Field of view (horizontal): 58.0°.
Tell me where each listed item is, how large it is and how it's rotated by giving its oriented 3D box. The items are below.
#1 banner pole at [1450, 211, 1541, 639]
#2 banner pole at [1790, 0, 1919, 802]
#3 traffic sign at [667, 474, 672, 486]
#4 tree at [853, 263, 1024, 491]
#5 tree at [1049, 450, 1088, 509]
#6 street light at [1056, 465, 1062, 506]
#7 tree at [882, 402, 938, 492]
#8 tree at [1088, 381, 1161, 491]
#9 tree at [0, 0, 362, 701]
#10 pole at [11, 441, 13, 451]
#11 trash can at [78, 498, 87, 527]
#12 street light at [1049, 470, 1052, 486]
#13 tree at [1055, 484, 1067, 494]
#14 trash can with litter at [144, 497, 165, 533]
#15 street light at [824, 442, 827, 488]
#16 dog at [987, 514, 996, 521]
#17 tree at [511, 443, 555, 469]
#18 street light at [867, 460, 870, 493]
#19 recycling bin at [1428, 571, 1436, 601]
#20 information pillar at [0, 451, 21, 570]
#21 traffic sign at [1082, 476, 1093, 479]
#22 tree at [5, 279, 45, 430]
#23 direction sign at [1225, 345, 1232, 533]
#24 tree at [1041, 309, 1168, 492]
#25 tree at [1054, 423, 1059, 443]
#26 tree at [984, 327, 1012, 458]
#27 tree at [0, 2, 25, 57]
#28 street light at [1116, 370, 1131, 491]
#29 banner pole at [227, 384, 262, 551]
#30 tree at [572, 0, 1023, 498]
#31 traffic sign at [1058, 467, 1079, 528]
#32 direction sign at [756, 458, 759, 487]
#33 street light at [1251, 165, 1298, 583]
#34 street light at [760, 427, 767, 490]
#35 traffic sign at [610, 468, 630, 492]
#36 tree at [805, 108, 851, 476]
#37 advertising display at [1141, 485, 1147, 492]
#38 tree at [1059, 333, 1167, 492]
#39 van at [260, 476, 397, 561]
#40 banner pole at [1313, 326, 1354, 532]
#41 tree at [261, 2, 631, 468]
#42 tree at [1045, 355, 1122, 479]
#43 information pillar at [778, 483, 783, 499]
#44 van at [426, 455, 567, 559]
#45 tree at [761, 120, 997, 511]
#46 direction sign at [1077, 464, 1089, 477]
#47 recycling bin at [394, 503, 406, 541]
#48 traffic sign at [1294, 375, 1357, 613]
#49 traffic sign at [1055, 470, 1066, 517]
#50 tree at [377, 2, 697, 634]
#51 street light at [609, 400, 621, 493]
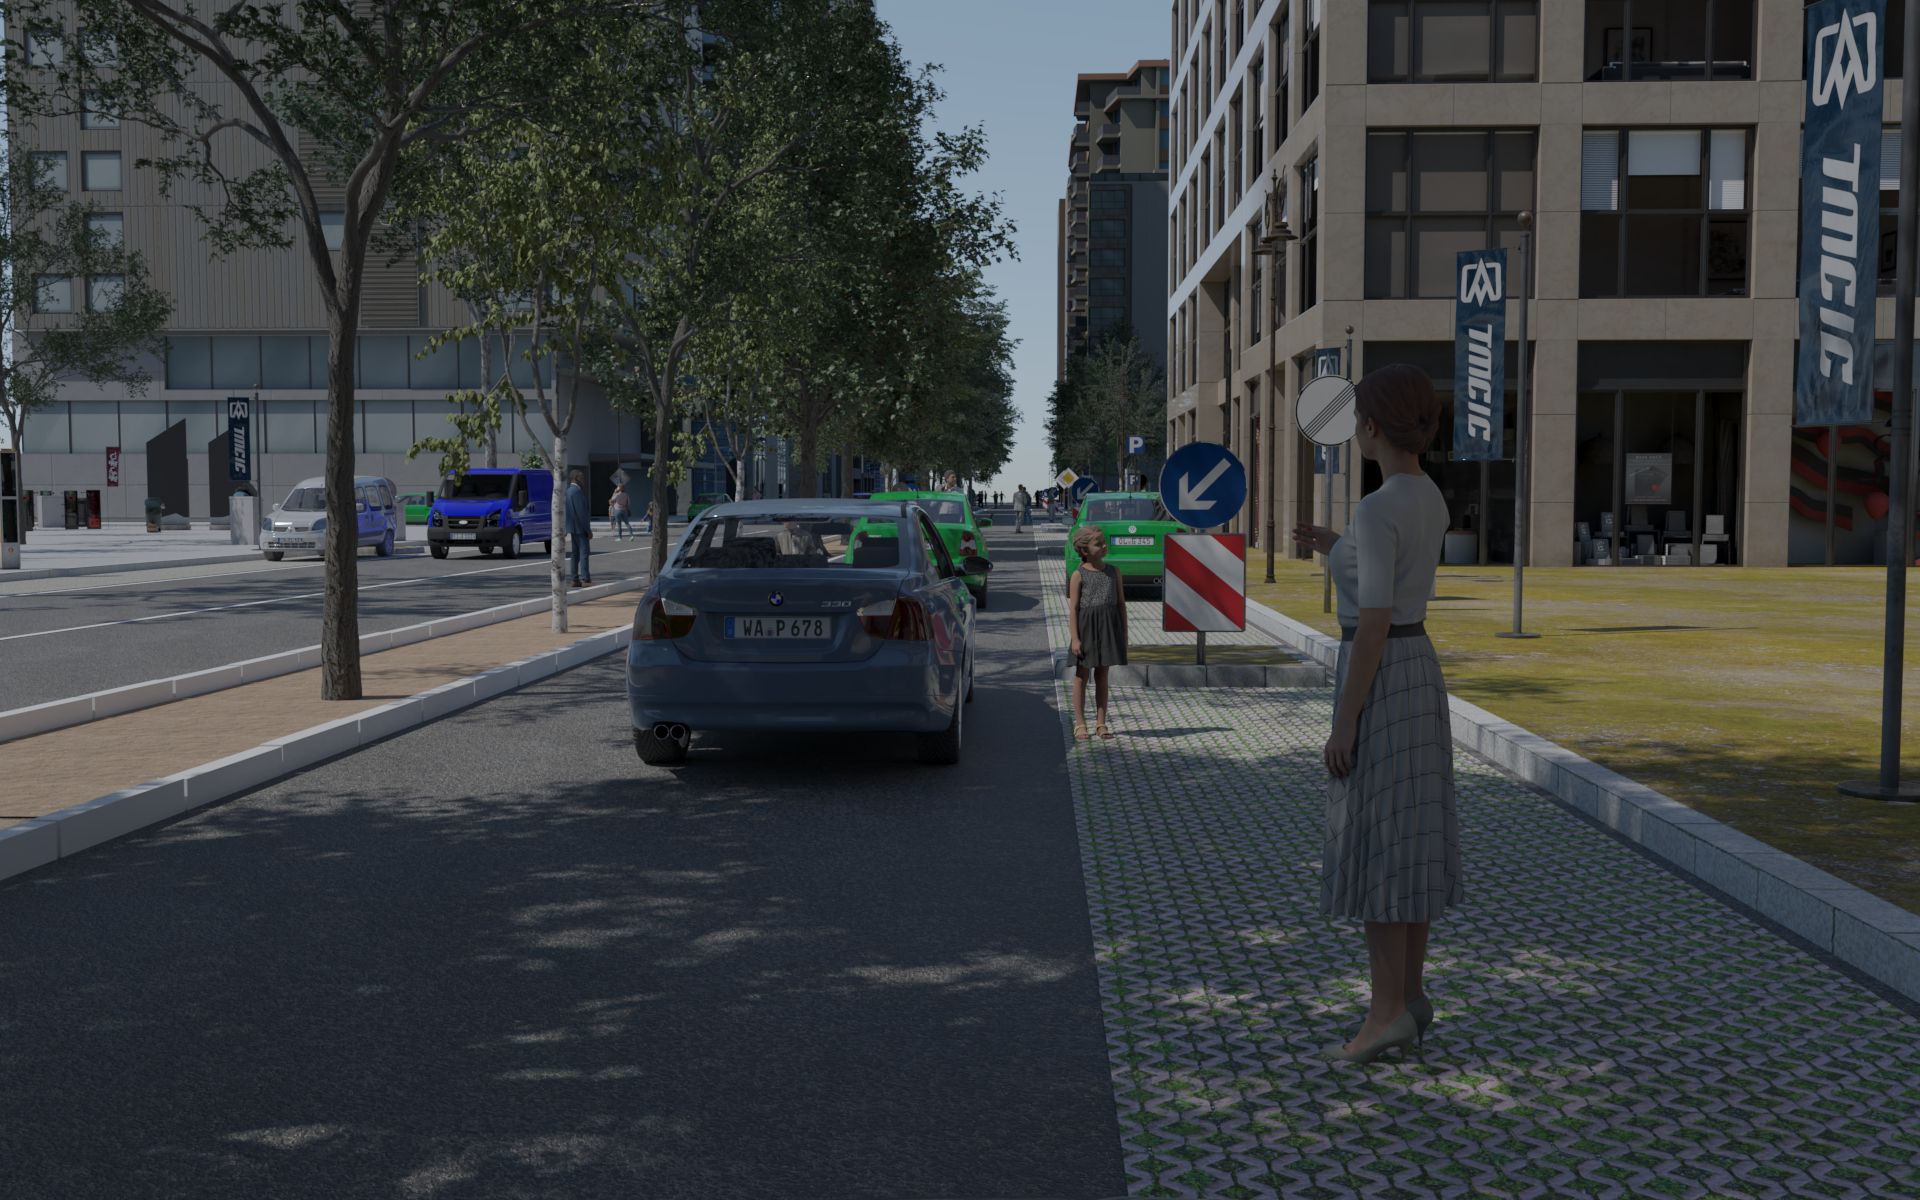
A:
[{"bbox_3d":[4.820,-1.563,15.573,0.863,3.779,0.401,3,4,38],"label":"banner pole"},{"bbox_3d":[3.915,-1.070,7.511,0.401,3.779,0.863,-1,4,-14],"label":"banner pole"},{"bbox_3d":[-12.666,-4.310,74.114,0.795,2.450,0.064,0,4,2],"label":"traffic sign"},{"bbox_3d":[-1.543,-10.447,79.920,9.857,13.997,8.962,0,3,0],"label":"tree"},{"bbox_3d":[9.859,-12.180,149.509,4.737,8.622,4.395,0,3,0],"label":"tree"},{"bbox_3d":[12.558,-15.351,223.770,0.468,5.910,1.993,0,4,2],"label":"street light"},{"bbox_3d":[-2.304,-6.286,55.597,4.360,8.622,3.978,0,3,0],"label":"tree"},{"bbox_3d":[10.706,-9.737,109.564,4.737,8.622,4.395,0,3,0],"label":"tree"},{"bbox_3d":[-4.341,-4.558,11.386,8.767,10.594,7.601,0,4,2],"label":"tree"},{"bbox_3d":[-32.806,-4.058,60.191,0.158,3.312,0.155,0,3,0],"label":"pole"},{"bbox_3d":[-34.306,-3.426,67.667,0.748,1.137,0.748,0,3,0],"label":"trash can"},{"bbox_3d":[15.862,-20.479,307.611,0.468,5.910,1.993,0,4,2],"label":"street light"},{"bbox_3d":[11.642,-12.626,201.041,1.663,3.219,1.824,0,3,0],"label":"tree"},{"bbox_3d":[-26.806,-2.831,57.674,0.624,1.170,1.055,-2,4,-25],"label":"trash can with litter"},{"bbox_3d":[-11.665,-10.894,150.907,0.468,5.910,1.993,0,4,2],"label":"street light"},{"bbox_3d":[1.695,-4.428,92.587,0.550,0.427,0.748,1,4,8],"label":"dog"},{"bbox_3d":[-15.847,-4.294,64.812,1.663,3.219,1.824,0,3,0],"label":"tree"},{"bbox_3d":[-10.159,-13.435,192.448,0.468,5.910,1.993,0,4,2],"label":"street light"},{"bbox_3d":[5.269,-0.515,20.978,0.722,1.027,0.722,-1,4,-22],"label":"recycling bin"},{"bbox_3d":[-16.193,-1.524,29.406,0.304,2.012,0.304,3,5,42],"label":"information pillar"},{"bbox_3d":[6.964,-5.661,94.683,0.606,2.300,0.079,0,4,8],"label":"traffic sign"},{"bbox_3d":[-30.116,-6.263,52.755,4.360,8.622,3.978,0,3,0],"label":"tree"},{"bbox_3d":[4.144,-2.129,26.803,0.379,3.537,0.876,1,4,13],"label":"direction sign"},{"bbox_3d":[7.470,-9.321,86.806,7.601,10.594,8.767,1,4,11],"label":"tree"},{"bbox_3d":[8.340,-10.126,115.926,4.360,8.622,3.978,0,3,0],"label":"tree"},{"bbox_3d":[-2.668,-7.657,62.058,8.767,10.594,7.601,0,4,2],"label":"tree"},{"bbox_3d":[-15.818,-10.122,21.381,12.611,20.169,13.585,0,3,0],"label":"tree"},{"bbox_3d":[6.111,-5.637,64.960,0.468,5.910,1.993,0,4,2],"label":"street light"},{"bbox_3d":[-16.191,-3.018,39.364,0.863,3.779,0.401,-1,4,-12],"label":"banner pole"},{"bbox_3d":[-3.412,-7.298,38.789,9.611,12.733,9.660,0,3,0],"label":"tree"},{"bbox_3d":[4.098,-3.780,65.441,0.795,2.450,0.064,0,4,2],"label":"traffic sign"},{"bbox_3d":[-12.827,-7.214,109.951,0.379,3.537,0.876,0,4,2],"label":"direction sign"},{"bbox_3d":[4.467,-3.179,24.759,0.468,5.910,1.993,0,4,2],"label":"street light"},{"bbox_3d":[-13.047,-8.656,114.313,0.468,5.910,1.993,0,4,2],"label":"street light"},{"bbox_3d":[-12.982,-3.822,66.135,0.795,2.450,0.064,0,4,2],"label":"traffic sign"},{"bbox_3d":[-3.880,-4.734,30.213,4.737,8.622,4.395,0,3,0],"label":"tree"},{"bbox_3d":[12.555,-6.996,119.590,0.123,1.923,0.974,-2,4,-33],"label":"advertising display"},{"bbox_3d":[7.625,-7.899,79.504,4.360,8.622,3.978,0,3,0],"label":"tree"},{"bbox_3d":[-13.885,-1.905,38.157,2.013,2.044,4.112,0,4,3],"label":"van"},{"bbox_3d":[5.643,-2.202,26.021,0.401,3.779,0.863,-3,5,-40],"label":"banner pole"},{"bbox_3d":[-16.147,-12.181,55.046,12.611,20.169,13.585,0,3,0],"label":"tree"},{"bbox_3d":[10.170,-13.591,140.332,7.486,12.596,7.792,0,3,0],"label":"tree"},{"bbox_3d":[-12.436,-7.059,119.903,0.304,2.012,0.304,-1,4,-11],"label":"information pillar"},{"bbox_3d":[-10.649,-2.176,39.963,2.240,2.365,5.245,0,4,2],"label":"van"},{"bbox_3d":[-3.034,-7.757,47.418,7.486,12.596,7.792,0,3,0],"label":"tree"},{"bbox_3d":[9.161,-8.398,129.298,0.876,3.537,0.379,0,4,-2],"label":"direction sign"},{"bbox_3d":[-15.615,-2.123,47.271,0.722,1.027,0.722,-3,5,-43],"label":"recycling bin"},{"bbox_3d":[3.959,-1.130,18.582,0.768,2.556,0.104,0,4,3],"label":"traffic sign"},{"bbox_3d":[4.414,-4.268,73.419,0.795,2.450,0.064,0,4,2],"label":"traffic sign"},{"bbox_3d":[-4.124,-3.968,17.699,4.737,8.622,4.395,0,3,0],"label":"tree"},{"bbox_3d":[-14.644,-6.213,74.363,0.468,5.910,1.993,0,4,2],"label":"street light"}]
